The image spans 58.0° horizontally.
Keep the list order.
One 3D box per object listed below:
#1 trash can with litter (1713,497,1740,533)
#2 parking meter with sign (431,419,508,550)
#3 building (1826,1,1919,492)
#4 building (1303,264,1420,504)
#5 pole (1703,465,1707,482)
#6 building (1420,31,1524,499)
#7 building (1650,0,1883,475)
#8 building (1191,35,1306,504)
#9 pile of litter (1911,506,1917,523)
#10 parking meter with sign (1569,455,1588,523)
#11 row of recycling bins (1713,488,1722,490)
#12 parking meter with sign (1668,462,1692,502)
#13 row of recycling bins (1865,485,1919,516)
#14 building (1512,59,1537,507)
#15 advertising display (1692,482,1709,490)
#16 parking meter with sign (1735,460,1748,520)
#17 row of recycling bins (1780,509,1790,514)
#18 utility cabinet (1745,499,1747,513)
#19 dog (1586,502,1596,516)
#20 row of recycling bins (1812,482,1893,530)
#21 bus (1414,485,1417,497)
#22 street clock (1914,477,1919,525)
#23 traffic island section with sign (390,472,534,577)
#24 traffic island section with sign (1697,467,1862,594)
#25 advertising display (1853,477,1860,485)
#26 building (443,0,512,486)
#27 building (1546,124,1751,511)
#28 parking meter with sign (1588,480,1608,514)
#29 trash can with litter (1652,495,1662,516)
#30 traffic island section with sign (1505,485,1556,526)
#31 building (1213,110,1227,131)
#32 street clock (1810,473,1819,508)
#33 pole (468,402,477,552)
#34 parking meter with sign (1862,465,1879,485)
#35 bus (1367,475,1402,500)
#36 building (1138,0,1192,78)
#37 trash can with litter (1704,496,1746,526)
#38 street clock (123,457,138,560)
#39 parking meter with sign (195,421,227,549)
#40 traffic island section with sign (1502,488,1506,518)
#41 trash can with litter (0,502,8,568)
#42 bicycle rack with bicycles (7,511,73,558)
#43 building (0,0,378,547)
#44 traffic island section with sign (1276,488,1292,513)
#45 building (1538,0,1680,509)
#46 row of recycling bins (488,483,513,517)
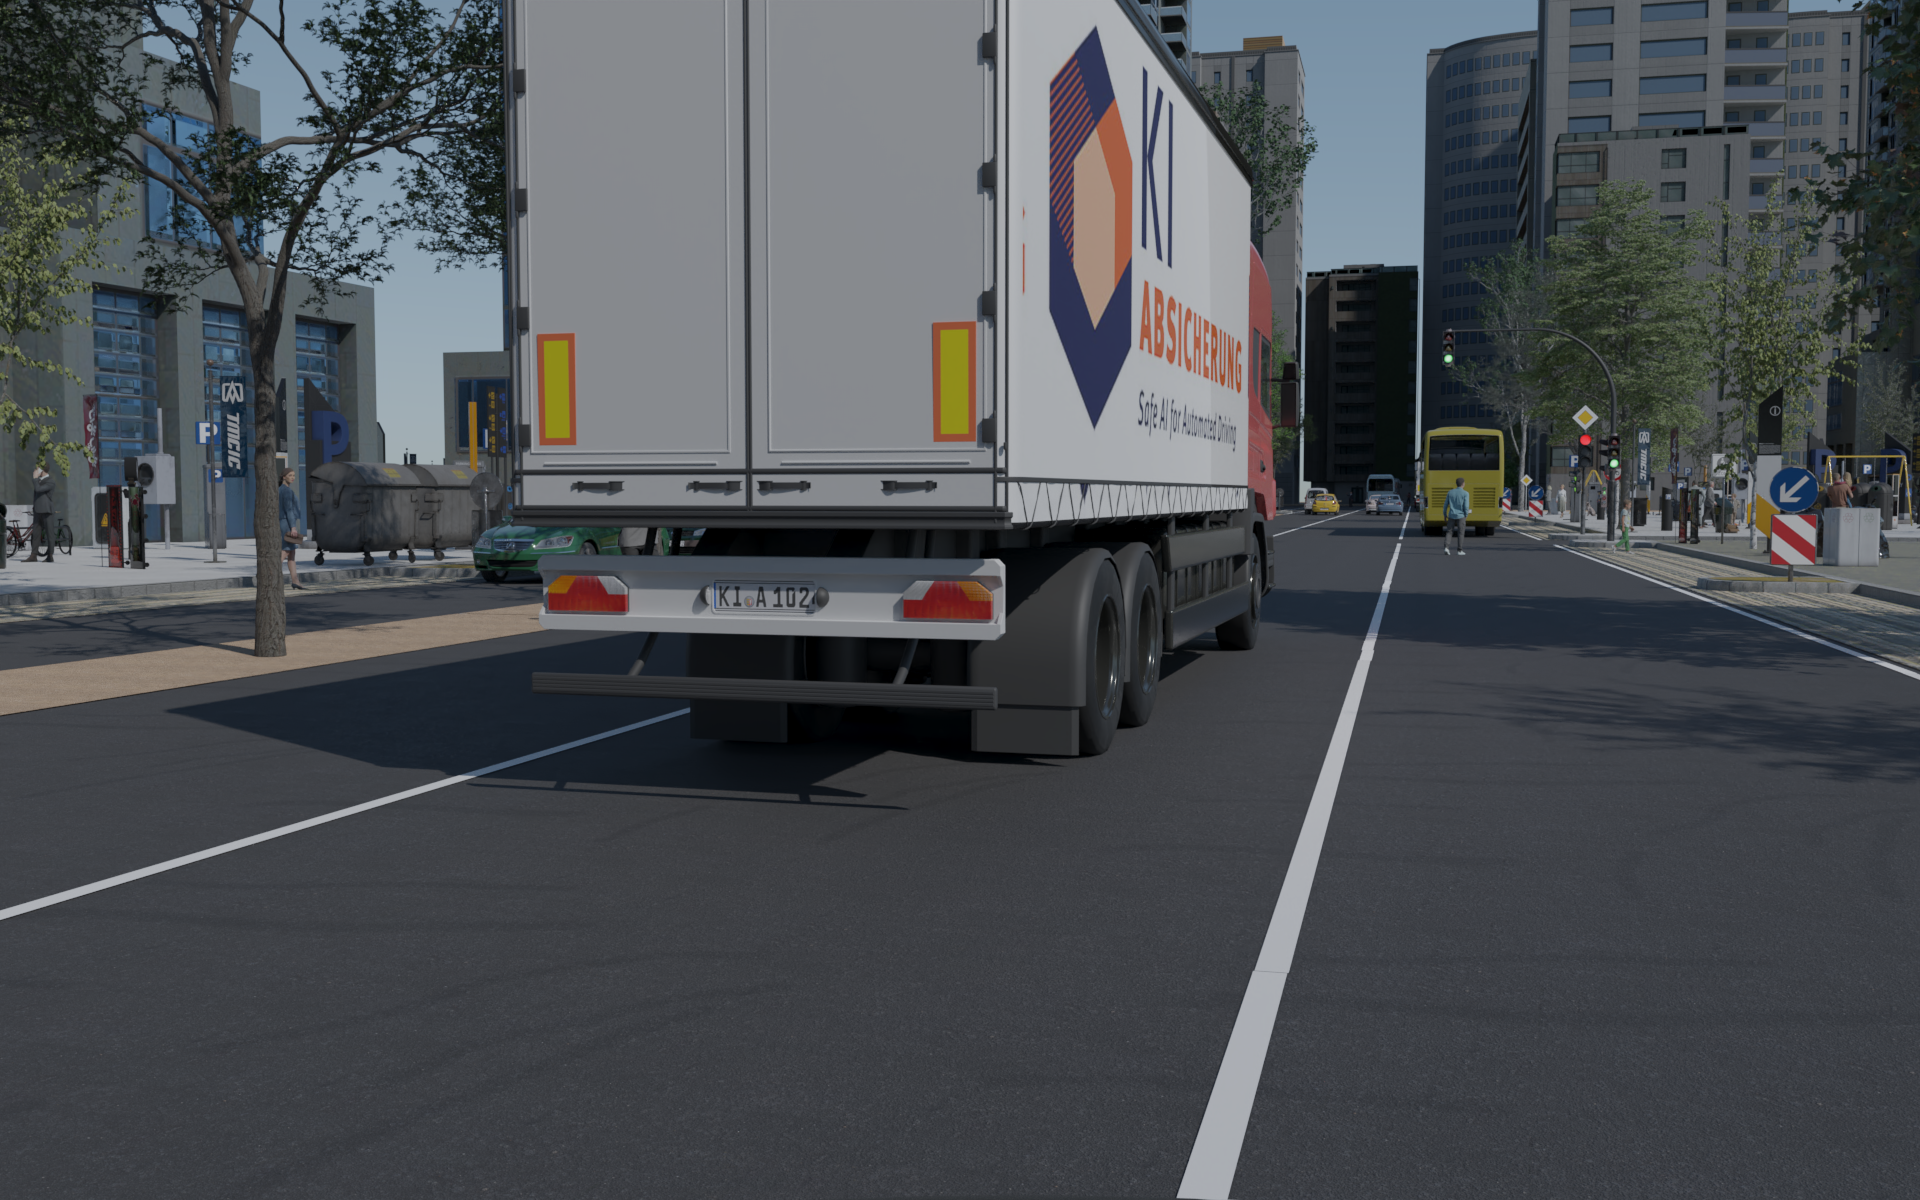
[{"bbox_3d":[25.232,-2.781,56.864,0.624,1.170,1.055,-1,4,-9],"label":"trash can with litter"},{"bbox_3d":[-11.325,-2.671,39.931,1.738,3.016,0.543,-1,4,-13],"label":"parking meter with sign"},{"bbox_3d":[106.225,-52.569,172.175,31.000,86.520,22.319,1,4,15],"label":"building"},{"bbox_3d":[51.126,-27.465,220.757,14.107,30.474,14.160,1,4,15],"label":"building"},{"bbox_3d":[53.114,-7.931,123.515,0.158,3.312,0.155,0,3,0],"label":"pole"},{"bbox_3d":[72.991,-41.366,218.337,28.212,58.520,21.231,1,4,15],"label":"building"},{"bbox_3d":[100.341,-40.895,210.636,28.212,58.520,21.231,1,4,15],"label":"building"},{"bbox_3d":[30.842,-42.032,229.224,28.212,58.520,21.231,1,4,15],"label":"building"},{"bbox_3d":[42.468,-3.850,76.904,1.176,0.858,1.719,1,4,19],"label":"pile of litter"},{"bbox_3d":[27.815,-5.005,78.099,0.543,3.016,1.738,2,4,25],"label":"parking meter with sign"},{"bbox_3d":[50.683,-6.627,115.464,1.069,1.692,3.534,0,4,0],"label":"row of recycling bins"},{"bbox_3d":[38.186,-5.863,92.126,0.543,3.016,1.738,0,4,6],"label":"parking meter with sign"},{"bbox_3d":[63.242,-6.708,116.781,1.069,1.692,3.534,-3,4,-36],"label":"row of recycling bins"},{"bbox_3d":[70.383,-34.209,183.022,21.300,48.544,21.600,1,4,15],"label":"building"},{"bbox_3d":[38.181,-5.134,89.146,0.974,1.923,0.123,1,4,22],"label":"advertising display"},{"bbox_3d":[39.171,-5.572,87.367,1.738,3.016,0.543,-3,4,-38],"label":"parking meter with sign"},{"bbox_3d":[47.097,-5.565,98.108,3.534,1.692,1.069,-1,4,-18],"label":"row of recycling bins"},{"bbox_3d":[54.032,-6.614,119.306,1.020,1.237,0.306,-1,4,-9],"label":"utility cabinet"},{"bbox_3d":[36.718,-5.271,100.554,0.513,0.831,0.800,-3,4,-38],"label":"dog"},{"bbox_3d":[32.356,-3.413,62.918,1.069,1.692,3.534,-1,4,-18],"label":"row of recycling bins"},{"bbox_3d":[43.994,-10.192,161.504,2.948,3.499,13.247,1,4,14],"label":"bus"},{"bbox_3d":[40.267,-4.161,72.606,0.471,2.002,0.358,0,4,6],"label":"street clock"},{"bbox_3d":[-8.645,-1.341,30.558,1.989,1.847,2.006,1,4,15],"label":"traffic island section with sign"},{"bbox_3d":[12.171,-1.055,25.885,1.989,1.847,2.006,1,4,15],"label":"traffic island section with sign"},{"bbox_3d":[33.989,-3.699,65.686,0.123,1.923,0.974,2,4,34],"label":"advertising display"},{"bbox_3d":[-9.995,-47.383,87.383,22.319,86.520,31.000,1,4,15],"label":"building"},{"bbox_3d":[54.868,-22.522,139.938,14.160,30.474,14.107,1,4,15],"label":"building"},{"bbox_3d":[40.116,-6.936,109.662,1.738,3.016,0.543,1,4,16],"label":"parking meter with sign"},{"bbox_3d":[42.054,-5.646,103.369,1.678,1.210,2.233,-1,4,-12],"label":"trash can with litter"},{"bbox_3d":[26.059,-4.297,78.878,1.989,1.847,2.006,1,4,15],"label":"traffic island section with sign"},{"bbox_3d":[22.929,-33.594,199.365,14.200,45.320,14.600,1,4,15],"label":"building"},{"bbox_3d":[29.935,-3.447,60.933,0.471,2.002,0.358,-1,4,-20],"label":"street clock"},{"bbox_3d":[-10.812,-2.731,38.497,0.158,3.312,0.155,0,3,0],"label":"pole"},{"bbox_3d":[53.523,-6.423,101.274,0.543,3.016,1.738,0,4,-7],"label":"parking meter with sign"},{"bbox_3d":[41.741,-10.737,170.405,2.948,3.499,13.247,1,4,17],"label":"bus"},{"bbox_3d":[11.351,-52.140,165.159,22.319,86.520,31.000,1,4,15],"label":"building"},{"bbox_3d":[30.860,-3.626,70.340,1.678,1.210,2.233,-2,4,-31],"label":"trash can with litter"},{"bbox_3d":[-16.193,-1.793,33.886,0.358,2.002,0.471,-1,4,-22],"label":"street clock"},{"bbox_3d":[-17.693,-2.738,41.030,0.543,3.016,1.738,-2,4,-29],"label":"parking meter with sign"},{"bbox_3d":[33.066,-5.928,105.546,1.989,1.847,2.006,1,4,15],"label":"traffic island section with sign"},{"bbox_3d":[-16.747,-1.127,29.819,0.624,1.170,1.055,-2,4,-29],"label":"trash can with litter"},{"bbox_3d":[-19.536,-1.367,35.735,2.852,0.926,2.925,1,4,19],"label":"bicycle rack with bicycles"},{"bbox_3d":[-36.098,-44.791,45.009,31.000,86.520,22.319,1,4,15],"label":"building"},{"bbox_3d":[24.113,-7.515,131.014,2.006,1.907,1.989,1,4,15],"label":"traffic island section with sign"},{"bbox_3d":[63.621,-37.714,158.627,21.231,58.520,28.212,1,4,15],"label":"building"},{"bbox_3d":[-17.448,-3.682,67.310,1.069,1.692,3.534,2,4,28],"label":"row of recycling bins"}]
